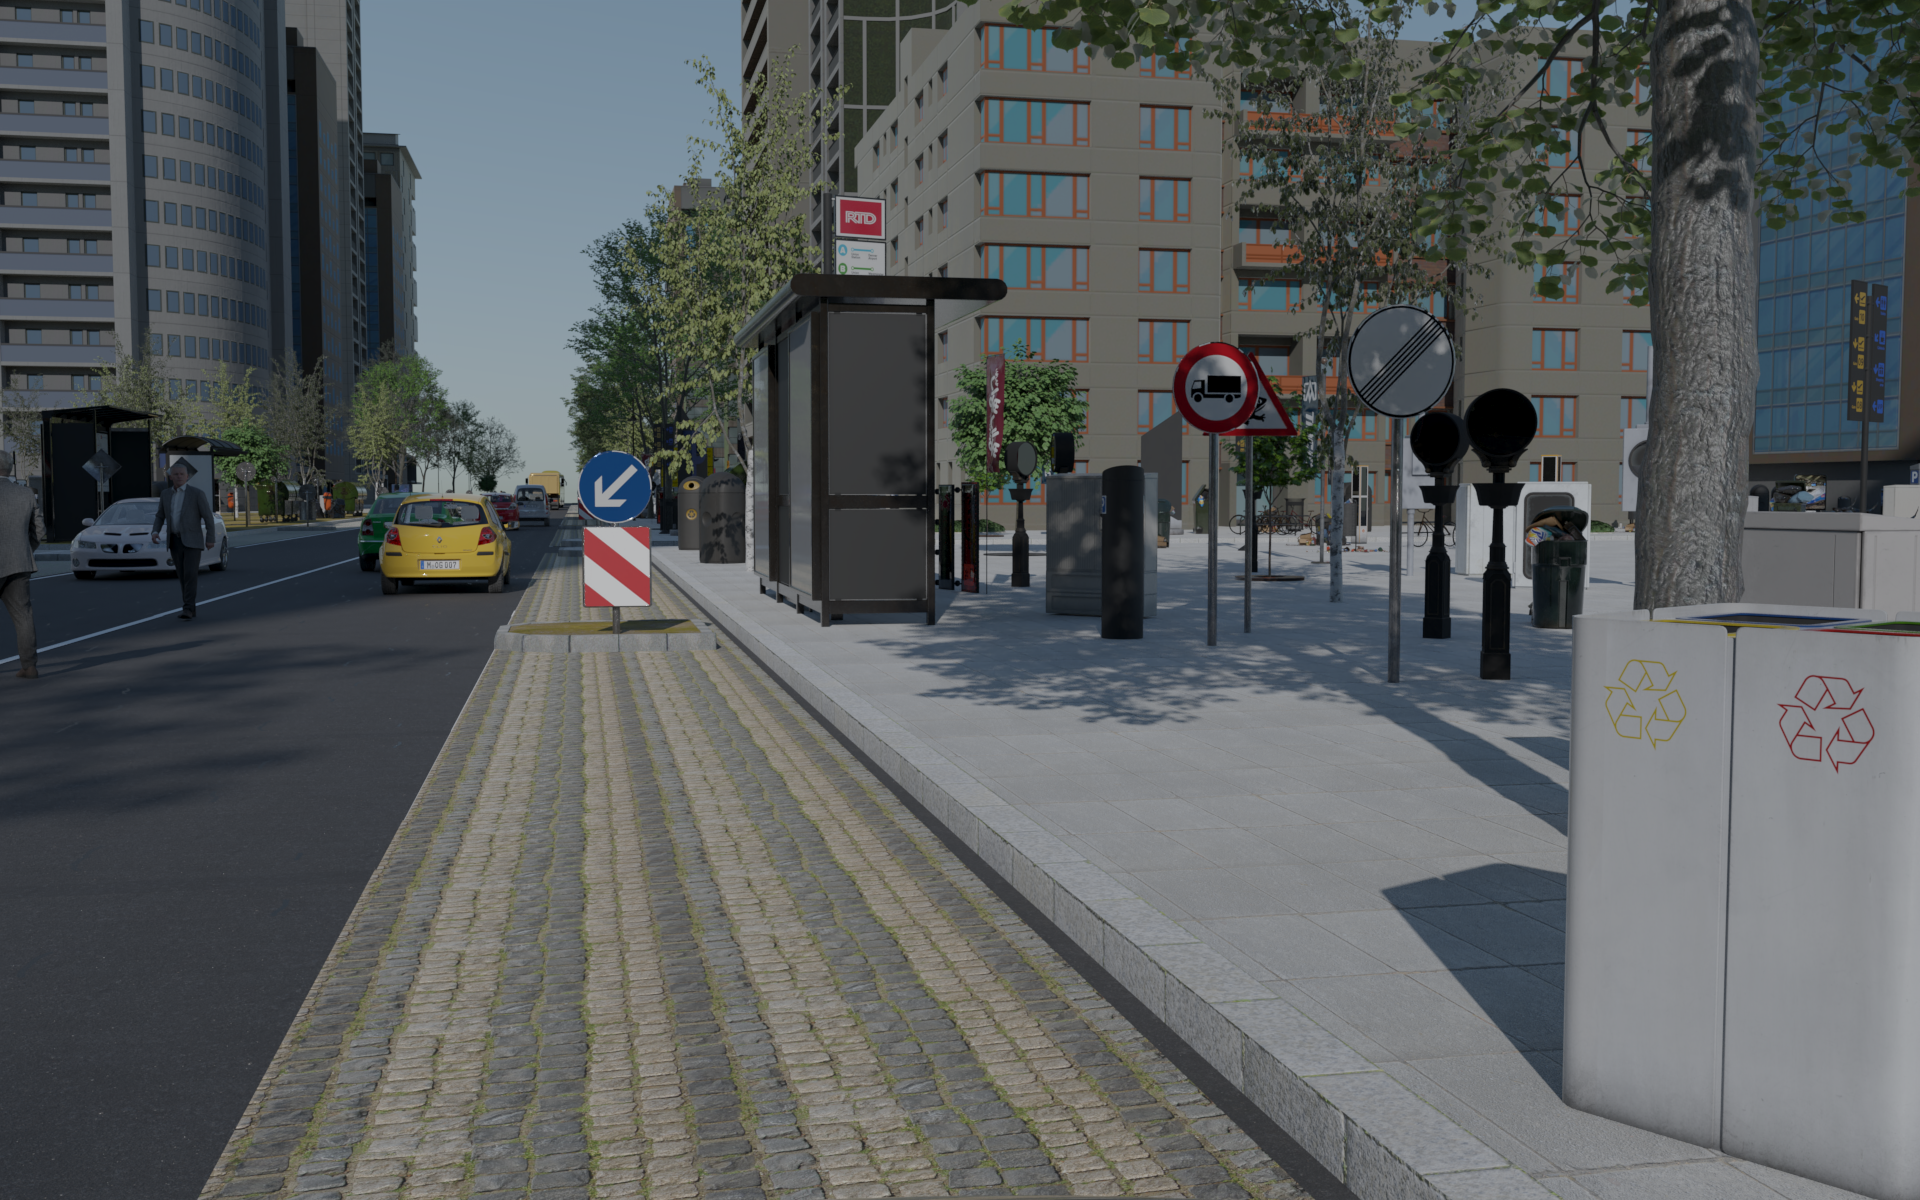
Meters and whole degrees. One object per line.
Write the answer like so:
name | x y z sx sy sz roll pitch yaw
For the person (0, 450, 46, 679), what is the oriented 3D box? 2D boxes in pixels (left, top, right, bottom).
person | -7.563 -0.285 13.560 0.834 1.777 0.661 2 4 24

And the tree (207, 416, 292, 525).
tree | -29.838 -5.423 72.384 4.285 4.588 4.351 0 3 0

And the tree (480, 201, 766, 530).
tree | -10.415 -8.319 61.772 9.928 11.665 9.643 0 3 0

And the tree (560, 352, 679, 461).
tree | -26.232 -13.975 135.148 9.857 13.997 8.962 0 3 0

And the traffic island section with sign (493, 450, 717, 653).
traffic island section with sign | -3.406 -0.483 16.518 1.989 1.847 2.006 -1 4 -12

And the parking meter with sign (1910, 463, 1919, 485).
parking meter with sign | 24.153 -2.876 43.284 1.738 3.016 0.543 0 4 -2

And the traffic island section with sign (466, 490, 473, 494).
traffic island section with sign | -48.155 -9.883 170.216 1.989 1.847 2.006 -1 4 -12

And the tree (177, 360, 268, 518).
tree | -39.429 -8.792 94.106 4.737 8.622 4.395 0 3 0

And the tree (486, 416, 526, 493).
tree | -73.104 -21.972 269.607 12.009 13.543 11.850 0 3 0

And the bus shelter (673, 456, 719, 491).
bus shelter | -12.374 -5.273 80.144 2.014 3.302 5.546 -1 4 -12

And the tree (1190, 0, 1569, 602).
tree | 4.702 -4.282 20.367 4.360 8.622 3.978 0 3 0

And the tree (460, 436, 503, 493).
tree | -57.984 -15.648 206.208 4.737 8.622 4.395 0 3 0

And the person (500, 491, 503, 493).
person | -40.033 -8.671 150.957 1.217 1.739 0.721 2 4 24

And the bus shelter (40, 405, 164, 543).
bus shelter | -23.878 -3.497 48.464 1.731 3.624 6.357 -1 4 -12

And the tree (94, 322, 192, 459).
tree | -35.384 -7.603 74.666 4.360 8.622 3.978 0 3 0

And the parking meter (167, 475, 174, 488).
parking meter | -24.486 -2.956 54.041 0.399 1.863 0.255 -2 4 -29

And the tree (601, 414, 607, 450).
tree | -20.616 -9.648 108.107 4.737 8.622 4.395 0 3 0

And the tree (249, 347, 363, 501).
tree | -32.696 -8.303 86.118 4.360 8.622 3.978 0 3 0

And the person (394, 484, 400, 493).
person | -20.405 -3.307 62.849 0.678 1.792 0.850 -3 5 -43

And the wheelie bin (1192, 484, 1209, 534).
wheelie bin | 7.846 -2.928 55.788 0.693 1.594 0.980 0 4 -1

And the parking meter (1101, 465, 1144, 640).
parking meter | 1.447 -0.428 15.403 0.372 1.533 0.369 0 3 0

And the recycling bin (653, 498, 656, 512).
recycling bin | -21.219 -6.695 122.016 0.722 1.027 0.722 1 4 12

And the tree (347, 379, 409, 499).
tree | -37.424 -9.823 110.966 4.737 8.622 4.395 0 3 0

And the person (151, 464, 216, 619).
person | -8.903 -0.667 19.809 0.661 1.777 0.834 0 4 -7

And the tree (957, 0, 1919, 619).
tree | 2.154 -5.317 5.064 7.486 12.596 7.792 0 3 0

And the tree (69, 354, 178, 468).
tree | -43.985 -8.566 90.417 4.737 8.622 4.395 0 3 0

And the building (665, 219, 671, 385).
building | -34.229 -37.509 267.897 22.147 44.769 28.867 -1 4 -12

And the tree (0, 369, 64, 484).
tree | -55.576 -9.355 103.321 4.360 8.622 3.978 0 3 0

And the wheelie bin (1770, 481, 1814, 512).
wheelie bin | 19.431 -1.994 40.515 0.980 1.594 0.693 3 4 36

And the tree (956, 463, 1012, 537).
tree | 0.854 -3.498 51.787 1.663 3.219 1.824 0 3 0

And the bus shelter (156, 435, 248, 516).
bus shelter | -27.088 -4.173 62.146 2.014 3.302 5.546 -1 4 -12

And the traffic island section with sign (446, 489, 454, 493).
traffic island section with sign | -42.338 -8.273 143.893 1.989 1.847 2.006 -1 4 -12

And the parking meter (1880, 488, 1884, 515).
parking meter | 37.186 -3.742 69.587 0.372 1.533 0.369 0 3 0

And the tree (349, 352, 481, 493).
tree | -40.691 -12.259 126.187 9.928 11.665 9.643 0 3 0

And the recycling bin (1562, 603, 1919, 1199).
recycling bin | 1.754 0.549 3.575 0.722 1.027 0.722 -3 5 -40

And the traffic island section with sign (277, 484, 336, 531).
traffic island section with sign | -25.494 -3.611 67.662 1.989 1.847 2.006 -1 4 -12

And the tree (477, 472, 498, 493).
tree | -69.605 -16.601 255.136 4.285 4.588 4.351 0 3 0

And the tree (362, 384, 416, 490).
tree | -38.780 -10.151 116.326 4.360 8.622 3.978 0 3 0

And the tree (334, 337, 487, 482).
tree | -44.111 -13.808 136.129 12.009 13.543 11.850 0 3 0

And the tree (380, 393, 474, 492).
tree | -46.467 -13.155 149.492 8.767 10.594 7.601 -1 4 -23

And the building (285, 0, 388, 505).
building | -83.029 -47.541 215.539 20.563 71.187 20.611 -1 4 -12

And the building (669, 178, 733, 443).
building | -33.746 -36.429 245.717 14.600 45.320 14.200 -1 4 -12

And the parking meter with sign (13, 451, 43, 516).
parking meter with sign | -37.628 -4.555 70.735 1.738 3.016 0.543 -2 4 -24

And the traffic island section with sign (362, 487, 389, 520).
traffic island section with sign | -31.305 -5.221 93.986 1.989 1.847 2.006 -1 4 -12

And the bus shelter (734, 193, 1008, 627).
bus shelter | -1.488 -2.645 20.871 2.179 5.291 8.768 -1 4 -13

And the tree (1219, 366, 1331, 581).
tree | 4.520 -1.905 25.745 1.663 3.219 1.824 0 3 0

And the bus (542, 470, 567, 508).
bus | -42.696 -11.556 180.494 2.896 3.916 12.252 -1 4 -10

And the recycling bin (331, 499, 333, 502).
recycling bin | -39.805 -5.933 109.562 0.722 1.027 0.722 -1 4 -11

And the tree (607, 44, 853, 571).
tree | -3.579 -4.798 28.815 4.737 8.622 4.395 0 3 0

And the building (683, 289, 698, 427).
building | -30.055 -28.160 232.120 14.160 30.474 14.107 -1 4 -12

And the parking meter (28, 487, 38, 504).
parking meter | -34.403 -3.416 64.265 0.372 1.533 0.369 0 3 0

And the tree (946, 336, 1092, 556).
tree | 1.177 -3.207 36.141 4.285 4.588 4.351 0 3 0

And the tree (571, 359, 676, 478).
tree | -22.430 -11.077 115.523 7.601 10.594 8.767 0 4 -3
